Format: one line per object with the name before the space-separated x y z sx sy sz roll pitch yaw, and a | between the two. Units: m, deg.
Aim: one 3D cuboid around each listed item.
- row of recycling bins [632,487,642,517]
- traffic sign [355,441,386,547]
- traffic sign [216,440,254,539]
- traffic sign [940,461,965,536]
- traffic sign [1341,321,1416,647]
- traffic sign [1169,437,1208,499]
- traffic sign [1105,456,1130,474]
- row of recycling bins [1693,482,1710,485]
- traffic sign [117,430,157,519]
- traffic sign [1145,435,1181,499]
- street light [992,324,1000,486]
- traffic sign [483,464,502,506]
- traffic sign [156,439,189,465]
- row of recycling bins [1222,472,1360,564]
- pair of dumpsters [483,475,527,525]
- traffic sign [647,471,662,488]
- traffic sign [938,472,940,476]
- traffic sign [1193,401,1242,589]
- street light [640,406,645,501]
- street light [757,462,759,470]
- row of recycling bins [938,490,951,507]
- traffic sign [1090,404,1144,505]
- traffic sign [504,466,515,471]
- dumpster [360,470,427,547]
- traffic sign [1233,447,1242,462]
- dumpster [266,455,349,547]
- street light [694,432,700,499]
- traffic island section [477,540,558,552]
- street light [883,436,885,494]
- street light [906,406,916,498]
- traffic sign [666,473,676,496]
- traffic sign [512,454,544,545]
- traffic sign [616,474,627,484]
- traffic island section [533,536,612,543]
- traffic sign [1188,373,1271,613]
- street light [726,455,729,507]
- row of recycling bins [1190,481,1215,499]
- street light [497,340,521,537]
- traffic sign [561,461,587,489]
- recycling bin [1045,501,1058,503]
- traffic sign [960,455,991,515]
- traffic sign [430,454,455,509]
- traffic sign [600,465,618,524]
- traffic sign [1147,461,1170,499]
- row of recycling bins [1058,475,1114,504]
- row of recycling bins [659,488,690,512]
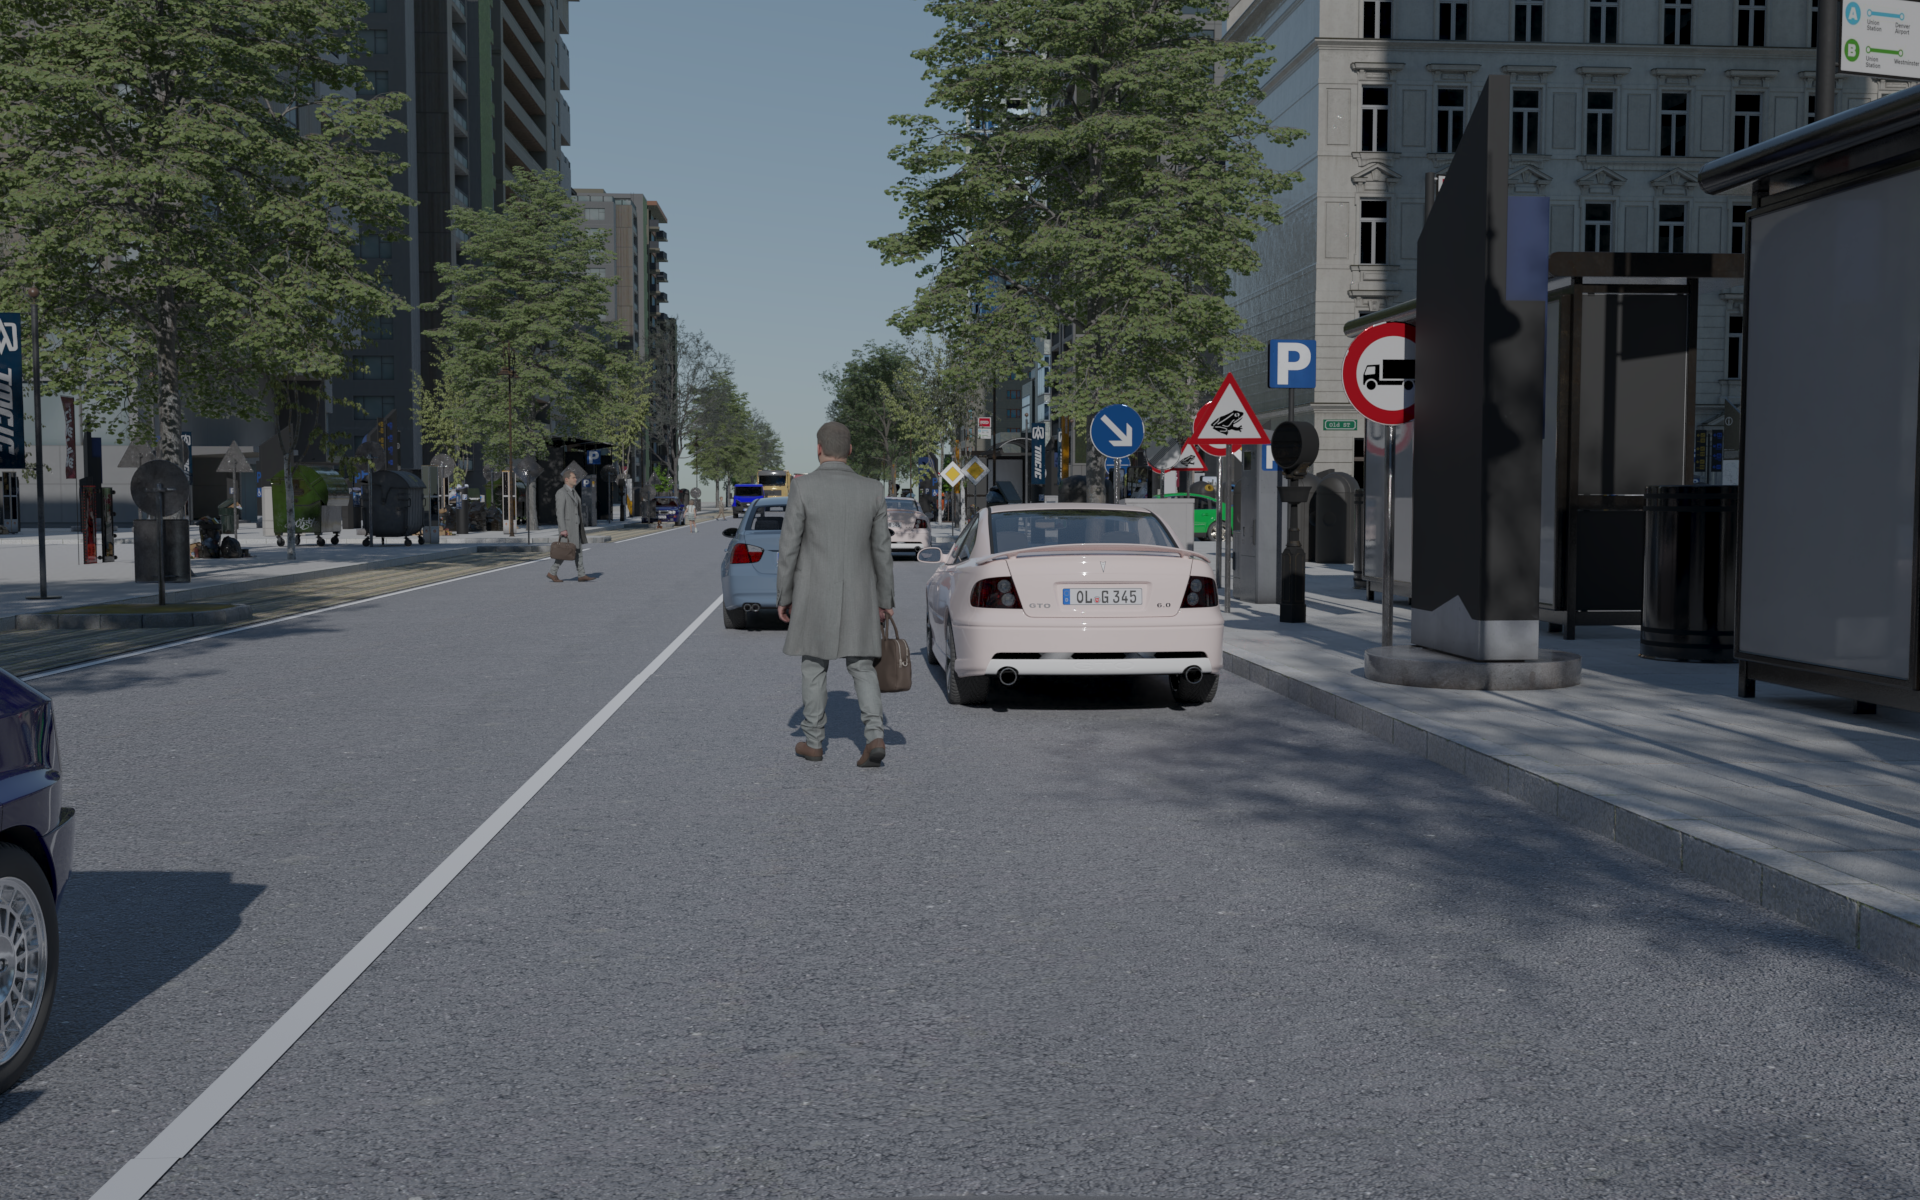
row of recycling bins | -18.533 -5.672 99.853 1.069 1.692 3.534 0 4 -4
traffic sign | -14.221 -2.548 41.772 0.768 2.556 0.104 0 4 5
traffic sign | -17.505 -2.557 41.810 0.884 2.594 0.081 0 4 -3
traffic sign | -0.223 -2.996 52.634 0.795 2.450 0.064 0 4 -4
traffic sign | 3.187 -0.780 12.852 0.768 2.556 0.104 0 4 -2
traffic sign | 5.238 -2.431 39.751 0.884 2.594 0.081 0 4 2
traffic sign | 4.726 -3.178 52.060 0.768 2.556 0.104 0 4 1
row of recycling bins | 24.188 -3.126 58.219 3.534 1.692 1.069 -3 4 -37
traffic sign | -16.580 -2.141 35.007 0.884 2.594 0.081 0 4 -1
traffic sign | 4.282 -2.233 36.611 0.768 2.556 0.104 0 4 1
street light | 0.881 -4.374 44.308 0.468 5.910 1.993 0 4 -4
traffic sign | -18.629 -4.213 68.988 0.768 2.556 0.104 0 4 1
traffic sign | -16.895 -2.265 37.133 0.768 2.556 0.104 0 4 4
row of recycling bins | 6.418 -1.605 33.357 1.069 1.692 3.534 -2 4 -25
pair of dumpsters | -18.982 -4.308 72.924 1.574 2.255 4.437 0 4 -5
traffic sign | -17.027 -5.900 96.461 0.884 2.594 0.081 0 4 3
traffic sign | -1.341 -5.980 97.878 0.768 2.556 0.104 0 4 5
traffic sign | 3.514 -1.428 23.457 0.768 2.556 0.104 0 4 -4
street light | -16.579 -7.188 90.308 0.468 5.910 1.993 0 4 -4
street light | -28.978 -16.910 249.270 0.468 5.910 1.993 0 4 -4
row of recycling bins | -1.145 -6.858 119.233 1.069 1.692 3.534 -1 4 -18
traffic sign | 2.230 -1.500 24.626 0.768 2.556 0.104 0 4 5
traffic sign | -20.141 -4.748 77.735 0.768 2.556 0.104 0 4 -4
dumpster | -14.031 -2.270 42.866 1.264 1.857 1.865 0 4 -4
traffic sign | 4.190 -1.473 25.273 0.795 2.450 0.064 0 4 -3
dumpster | -16.127 -2.468 42.845 1.502 2.255 1.985 0 4 -5
street light | -19.480 -9.505 128.198 0.468 5.910 1.993 0 4 -4
traffic island section | -10.942 -1.321 43.881 2.009 0.180 2.903 0 4 -4
street light | -5.531 -9.381 126.168 0.468 5.910 1.993 0 4 -4
street light | -2.499 -7.042 87.918 0.468 5.910 1.993 0 4 -4
traffic sign | -18.088 -6.577 107.545 0.884 2.594 0.081 0 4 -2
traffic sign | -10.919 -2.457 43.821 0.795 2.450 0.064 0 4 -4
traffic sign | -20.994 -6.570 107.518 0.768 2.556 0.104 0 4 -3
traffic island section | -11.558 -1.808 51.843 2.009 0.180 2.903 0 4 -4
traffic sign | 2.887 -1.139 18.629 0.884 2.594 0.081 0 4 2
street light | -22.520 -11.861 166.720 0.468 5.910 1.993 0 4 -4
row of recycling bins | 8.935 -2.914 54.758 3.534 1.692 1.069 0 4 -4
street light | -13.512 -4.849 52.061 0.468 5.910 1.993 0 4 -4
traffic sign | -11.535 -2.944 51.783 0.795 2.450 0.064 0 4 -4
recycling bin | 2.975 -2.988 61.401 0.722 1.027 0.722 3 4 36
traffic sign | 0.393 -2.509 44.672 0.795 2.450 0.064 0 4 -4
traffic sign | -16.320 -3.334 54.615 0.768 2.556 0.104 0 4 -1
traffic sign | -15.283 -4.607 75.431 0.768 2.556 0.104 0 4 3
traffic sign | 5.067 -2.654 43.494 0.768 2.556 0.104 0 4 1
row of recycling bins | 2.879 -1.934 38.740 1.069 1.692 3.534 1 4 13
row of recycling bins | -20.212 -7.038 122.187 1.069 1.692 3.534 1 4 21
